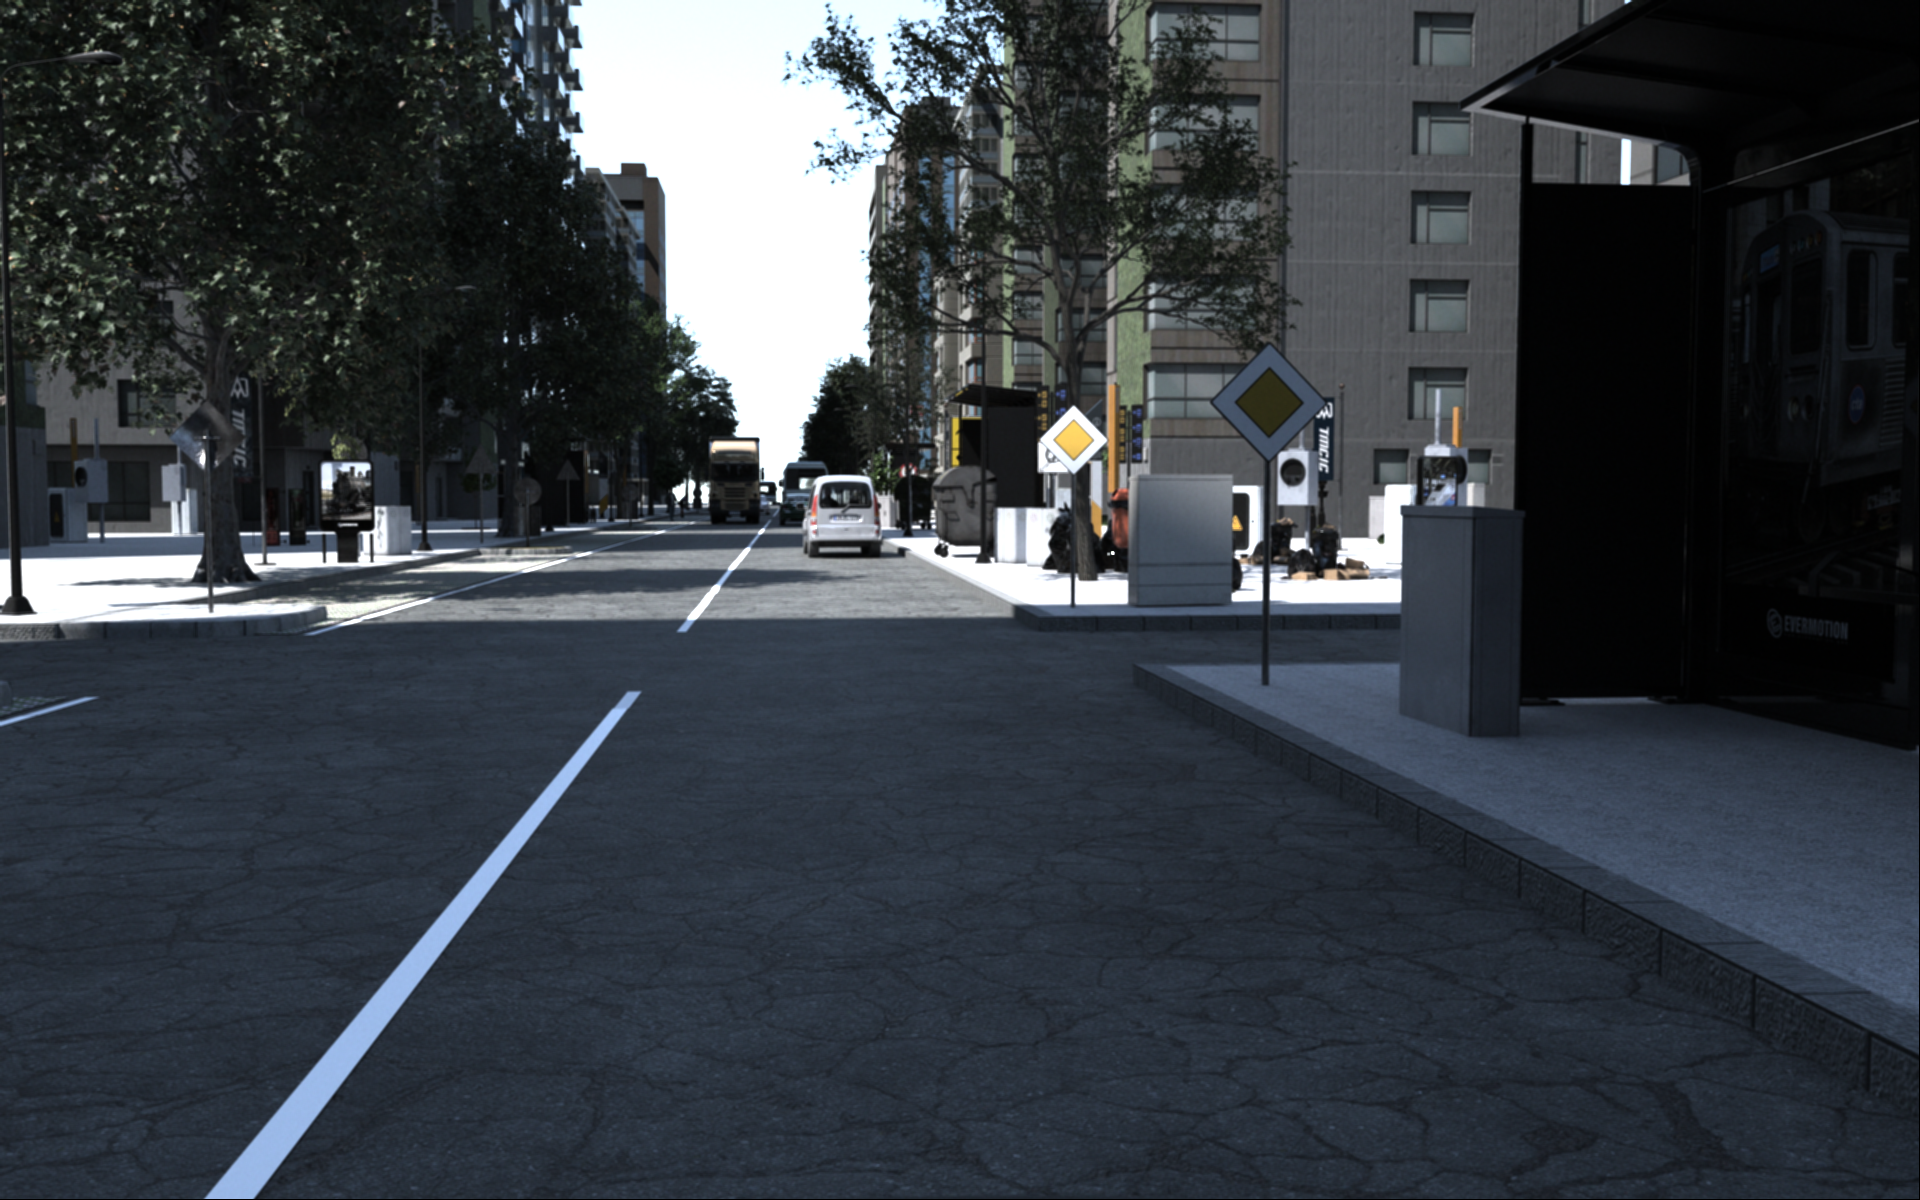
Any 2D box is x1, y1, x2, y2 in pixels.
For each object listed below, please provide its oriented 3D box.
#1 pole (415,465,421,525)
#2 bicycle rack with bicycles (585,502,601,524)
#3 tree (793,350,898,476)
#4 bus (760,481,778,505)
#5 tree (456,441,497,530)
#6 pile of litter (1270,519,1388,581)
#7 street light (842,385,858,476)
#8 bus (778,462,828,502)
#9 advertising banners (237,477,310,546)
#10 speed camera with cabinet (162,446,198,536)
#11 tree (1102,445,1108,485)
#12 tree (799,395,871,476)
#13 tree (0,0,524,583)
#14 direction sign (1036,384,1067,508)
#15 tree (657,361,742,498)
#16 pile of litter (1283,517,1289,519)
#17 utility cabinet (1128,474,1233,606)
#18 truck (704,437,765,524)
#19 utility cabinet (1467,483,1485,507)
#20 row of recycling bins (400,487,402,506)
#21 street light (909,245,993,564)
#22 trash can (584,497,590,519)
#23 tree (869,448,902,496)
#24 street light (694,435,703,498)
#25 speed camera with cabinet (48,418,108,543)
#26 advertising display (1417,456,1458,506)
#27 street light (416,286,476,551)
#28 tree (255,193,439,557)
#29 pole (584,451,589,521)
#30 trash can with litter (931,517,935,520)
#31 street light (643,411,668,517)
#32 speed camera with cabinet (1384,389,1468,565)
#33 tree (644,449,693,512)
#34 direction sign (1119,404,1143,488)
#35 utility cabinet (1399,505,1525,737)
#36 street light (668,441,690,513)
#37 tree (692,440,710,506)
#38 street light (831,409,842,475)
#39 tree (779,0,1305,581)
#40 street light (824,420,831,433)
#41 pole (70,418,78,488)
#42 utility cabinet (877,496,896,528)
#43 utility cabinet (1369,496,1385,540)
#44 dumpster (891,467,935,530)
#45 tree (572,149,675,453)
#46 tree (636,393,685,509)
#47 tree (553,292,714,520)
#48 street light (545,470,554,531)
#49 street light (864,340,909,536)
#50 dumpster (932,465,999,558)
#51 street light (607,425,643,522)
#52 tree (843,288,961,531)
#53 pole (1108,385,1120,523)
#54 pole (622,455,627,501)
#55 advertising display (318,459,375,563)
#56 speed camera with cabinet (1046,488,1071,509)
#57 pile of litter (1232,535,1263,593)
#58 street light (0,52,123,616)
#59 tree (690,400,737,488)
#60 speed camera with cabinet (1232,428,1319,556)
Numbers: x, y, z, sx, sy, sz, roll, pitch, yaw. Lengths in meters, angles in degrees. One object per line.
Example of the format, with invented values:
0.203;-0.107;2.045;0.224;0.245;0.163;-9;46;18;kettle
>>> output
-22.194;-4.712;70.883;0.158;3.312;0.155;0;3;0;pole
-17.035;-3.860;76.499;2.852;0.926;2.925;0;4;3;bicycle rack with bicycles
-8.793;-13.535;138.308;9.611;12.733;9.660;0;3;0;tree
-26.521;-14.898;238.435;2.948;3.499;13.247;0;4;-5;bus
-17.589;-4.155;62.532;1.663;3.219;1.824;0;3;0;tree
5.658;-0.744;26.136;1.719;0.858;1.176;0;4;0;pile of litter
-4.170;-6.190;73.743;1.470;5.913;1.316;0;4;-6;street light
-9.479;-6.734;104.962;2.948;3.499;13.247;0;4;-6;bus
-17.028;-2.850;42.793;0.090;3.025;2.074;2;4;34;advertising banners
-24.441;-3.663;54.229;0.660;3.252;2.038;-1;4;-11;speed camera with cabinet
7.854;-5.810;78.713;4.285;4.588;4.351;0;3;0;tree
-11.447;-15.090;164.848;7.486;12.596;7.792;0;3;0;tree
-10.809;-6.601;24.939;9.611;12.733;9.660;0;3;0;tree
1.906;-2.695;36.055;0.379;3.537;0.876;-3;5;-42;direction sign
-25.415;-15.961;167.612;9.857;13.997;8.962;0;3;0;tree
5.765;-1.076;31.559;1.176;0.858;1.719;-3;4;-38;pile of litter
2.521;-0.683;19.850;1.173;1.500;0.318;-1;4;-17;utility cabinet
-11.270;-5.992;86.876;2.839;4.237;11.283;0;4;-7;truck
10.181;-1.580;34.515;0.318;1.500;1.173;2;4;26;utility cabinet
-24.797;-4.174;75.355;1.069;1.692;3.534;-1;4;-15;row of recycling bins
-0.106;-3.623;31.781;1.470;5.913;1.316;0;4;-6;street light
-18.446;-4.473;84.794;0.748;1.137;0.748;0;3;0;trash can
-3.173;-4.546;68.928;1.663;3.219;1.824;0;3;0;tree
-20.988;-10.061;137.036;1.470;5.913;1.316;0;4;-6;street light
-23.218;-3.132;45.540;2.038;3.252;0.660;2;4;35;speed camera with cabinet
8.132;-1.487;29.529;0.974;1.923;0.123;-3;4;-38;advertising display
-11.500;-4.054;38.821;1.470;5.913;1.316;0;4;-6;street light
-12.513;-5.174;34.956;4.737;8.622;4.395;0;3;0;tree
-17.596;-5.370;81.644;0.158;3.312;0.155;0;3;0;pole
-1.912;-4.591;86.125;2.233;1.210;1.678;2;4;34;trash can with litter
-17.014;-7.505;95.251;1.470;5.913;1.316;0;4;-6;street light
8.635;-2.304;32.000;0.660;3.252;2.038;3;5;45;speed camera with cabinet
-21.307;-8.720;126.278;4.285;4.588;4.351;0;3;0;tree
4.295;-3.187;44.113;0.876;3.537;0.379;3;5;45;direction sign
2.772;0.095;9.617;0.306;1.237;1.020;0;4;-7;utility cabinet
-19.035;-8.774;116.000;1.470;5.913;1.316;0;4;-6;street light
-26.762;-14.271;183.698;4.360;8.622;3.978;0;3;0;tree
-6.122;-7.445;94.261;1.470;5.913;1.316;0;4;-6;street light
1.581;-5.566;25.424;7.601;10.594;8.767;1;4;23;tree
-7.617;-8.298;108.208;1.470;5.913;1.316;0;4;-6;street light
-23.841;-3.231;46.666;0.158;3.312;0.155;0;3;0;pole
-2.858;-3.358;66.069;0.306;1.237;1.020;-3;4;-37;utility cabinet
11.933;-2.273;48.324;1.020;1.237;0.306;1;4;14;utility cabinet
-1.709;-3.702;63.025;1.502;2.255;1.985;0;4;-5;dumpster
-13.280;-8.218;51.379;9.611;12.733;9.660;0;3;0;tree
-23.773;-13.184;149.970;8.767;10.594;7.601;-1;4;-19;tree
-16.968;-9.839;86.617;9.928;11.665;9.643;0;3;0;tree
-13.574;-5.313;59.413;1.470;5.913;1.316;0;4;-6;street light
-2.113;-4.878;52.294;1.470;5.913;1.316;0;4;-6;street light
0.120;-1.823;35.569;1.264;1.857;1.865;0;4;-5;dumpster
-15.610;-6.578;80.085;1.470;5.913;1.316;0;4;-6;street light
-1.777;-6.623;58.641;4.360;8.622;3.978;0;3;0;tree
2.879;-2.360;32.432;0.158;3.312;0.155;0;3;0;pole
-17.667;-5.954;91.195;0.158;3.312;0.155;0;3;0;pole
-11.403;-1.652;32.219;0.974;1.923;0.123;-1;4;-8;advertising display
2.498;-3.322;48.657;2.038;3.252;0.660;-1;4;-22;speed camera with cabinet
3.184;-0.548;22.925;1.176;0.858;1.719;2;4;32;pile of litter
-9.498;-2.799;18.307;1.470;5.913;1.316;0;4;-6;street light
-29.717;-17.690;207.351;7.486;12.596;7.792;0;3;0;tree
6.300;-2.524;35.601;2.038;3.252;0.660;2;4;34;speed camera with cabinet
